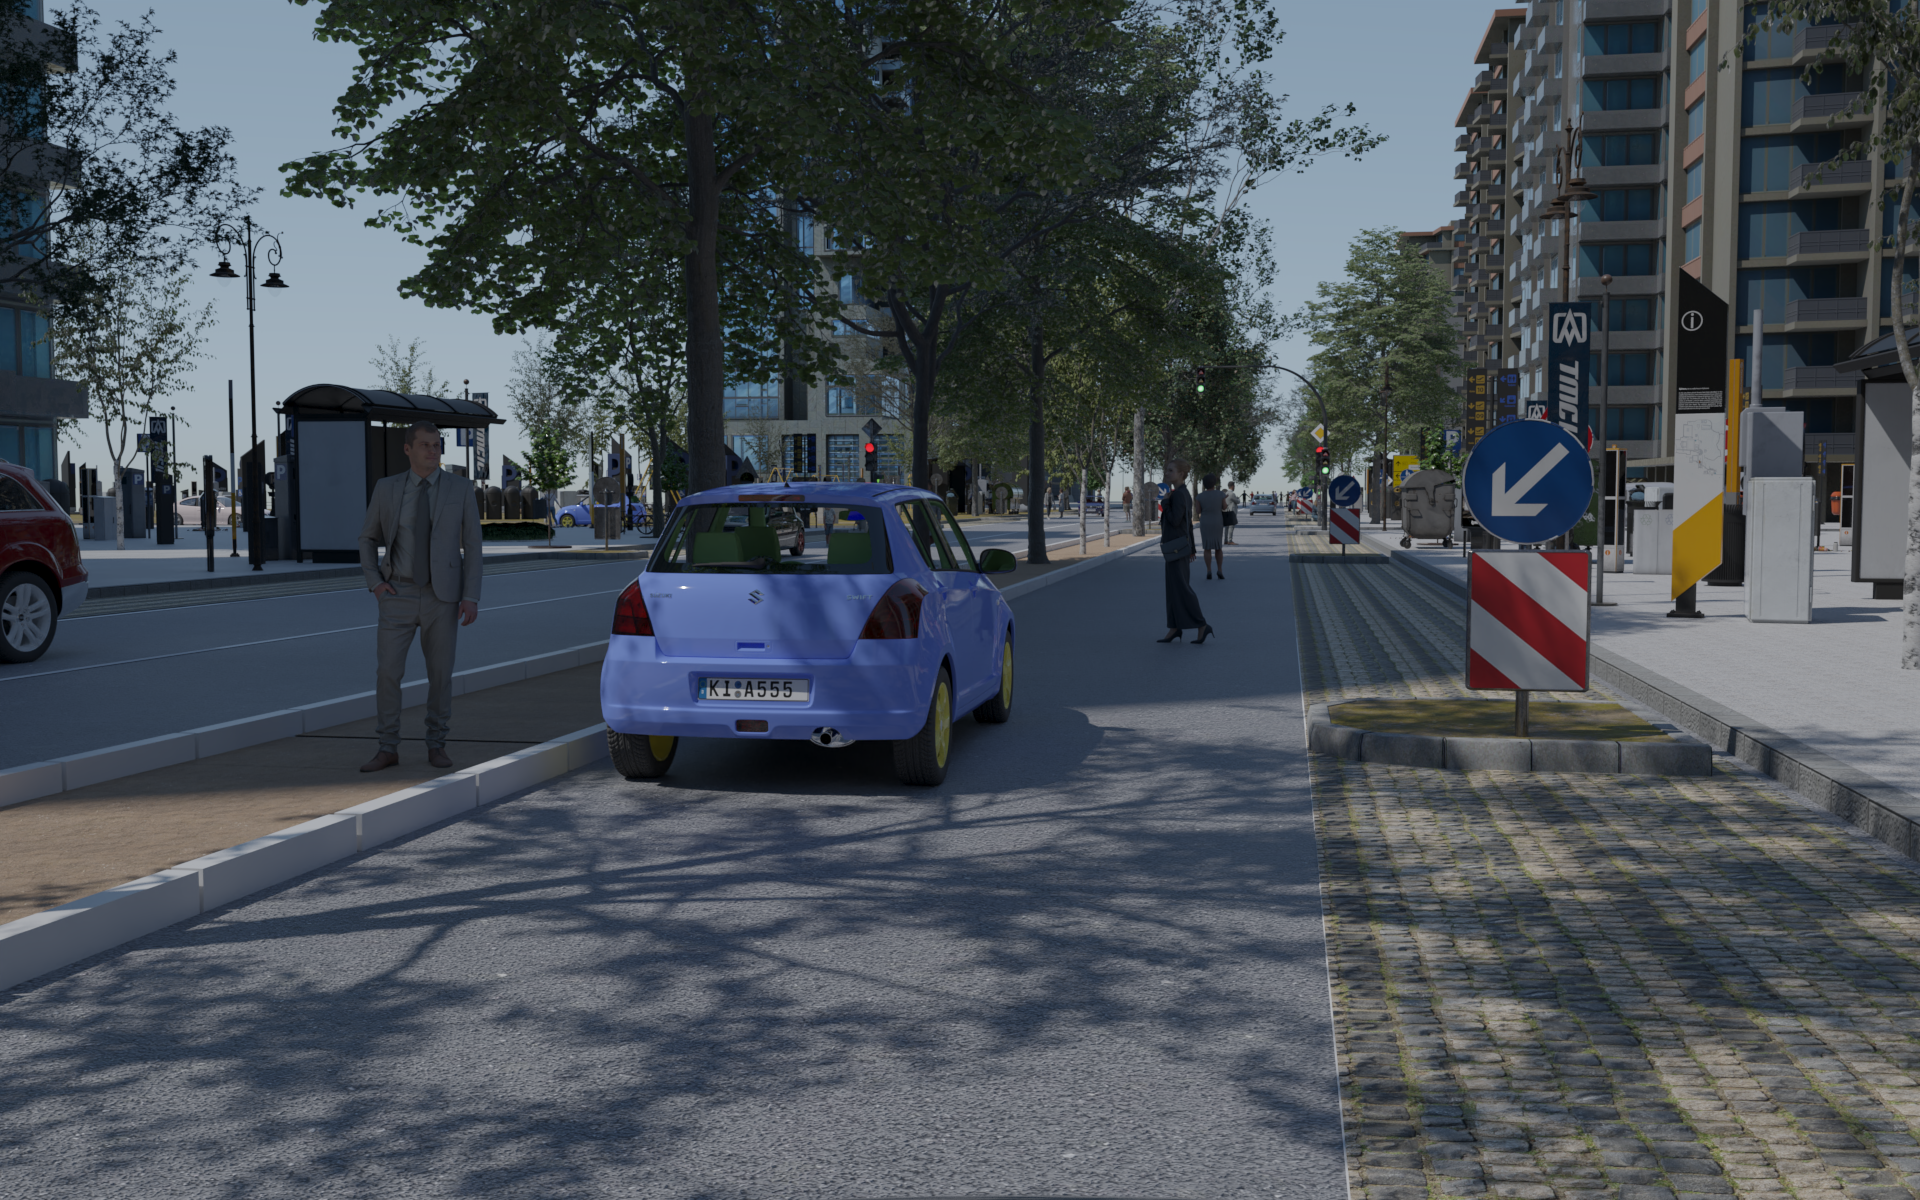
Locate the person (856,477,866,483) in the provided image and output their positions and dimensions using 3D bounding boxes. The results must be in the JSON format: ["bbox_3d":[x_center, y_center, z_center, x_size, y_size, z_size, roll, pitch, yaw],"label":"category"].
[{"bbox_3d":[-2.122,-1.692,36.509,0.624,1.780,0.694,1,4,11],"label":"person"}]

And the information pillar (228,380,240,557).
[{"bbox_3d":[-14.825,-2.688,35.298,0.183,3.616,0.504,-1,4,-22],"label":"information pillar"}]

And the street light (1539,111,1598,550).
[{"bbox_3d":[7.486,-2.976,21.450,0.468,5.910,1.993,1,4,11],"label":"street light"}]

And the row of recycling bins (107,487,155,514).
[{"bbox_3d":[-50.187,-5.972,104.757,1.069,1.692,3.534,1,4,13],"label":"row of recycling bins"}]

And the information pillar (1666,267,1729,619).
[{"bbox_3d":[7.609,-1.620,17.845,0.504,3.616,0.183,2,4,32],"label":"information pillar"}]

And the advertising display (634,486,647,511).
[{"bbox_3d":[-24.398,-7.768,132.223,0.974,1.923,0.123,1,4,14],"label":"advertising display"}]

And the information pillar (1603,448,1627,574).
[{"bbox_3d":[10.566,-1.440,28.039,0.304,2.012,0.304,-3,5,-44],"label":"information pillar"}]

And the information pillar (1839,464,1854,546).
[{"bbox_3d":[21.818,-2.329,42.565,0.304,2.012,0.304,2,4,31],"label":"information pillar"}]

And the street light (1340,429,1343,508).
[{"bbox_3d":[22.782,-7.974,103.167,0.468,5.910,1.993,1,4,11],"label":"street light"}]

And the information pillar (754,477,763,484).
[{"bbox_3d":[-8.534,-4.216,73.423,0.304,2.012,0.304,3,5,44],"label":"information pillar"}]

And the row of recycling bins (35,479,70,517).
[{"bbox_3d":[-24.534,-2.335,45.295,1.069,1.692,3.534,0,4,2],"label":"row of recycling bins"}]

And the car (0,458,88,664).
[{"bbox_3d":[-9.177,-0.288,13.388,2.281,1.827,5.304,1,4,11],"label":"car"}]

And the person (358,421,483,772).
[{"bbox_3d":[-2.825,-0.029,9.066,0.635,1.810,0.391,-1,4,-19],"label":"person"}]

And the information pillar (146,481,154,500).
[{"bbox_3d":[-45.593,-5.688,97.491,0.304,2.012,0.304,2,4,34],"label":"information pillar"}]

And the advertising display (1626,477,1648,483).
[{"bbox_3d":[26.033,-3.771,66.877,0.974,1.923,0.123,2,4,25],"label":"advertising display"}]

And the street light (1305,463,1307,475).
[{"bbox_3d":[52.032,-17.577,260.165,0.468,5.910,1.993,1,4,11],"label":"street light"}]

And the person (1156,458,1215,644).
[{"bbox_3d":[2.152,-0.474,16.677,0.534,1.772,0.576,0,4,-7],"label":"person"}]

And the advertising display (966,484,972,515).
[{"bbox_3d":[0.571,-6.254,107.460,0.123,1.923,0.974,1,4,18],"label":"advertising display"}]

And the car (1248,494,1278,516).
[{"bbox_3d":[20.198,-6.325,115.421,2.014,1.417,4.499,1,4,10],"label":"car"}]

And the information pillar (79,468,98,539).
[{"bbox_3d":[-24.684,-2.731,49.139,0.304,2.012,0.304,2,4,30],"label":"information pillar"}]

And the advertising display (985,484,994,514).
[{"bbox_3d":[2.027,-6.603,113.167,0.974,1.923,0.123,0,4,1],"label":"advertising display"}]

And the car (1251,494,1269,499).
[{"bbox_3d":[28.679,-9.316,164.112,2.131,1.459,4.920,1,4,9],"label":"car"}]

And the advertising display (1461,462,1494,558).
[{"bbox_3d":[10.363,-1.795,34.570,0.123,1.923,0.974,-1,4,-22],"label":"advertising display"}]

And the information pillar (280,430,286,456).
[{"bbox_3d":[-21.565,-3.937,55.725,0.504,3.616,0.183,-1,4,-16],"label":"information pillar"}]

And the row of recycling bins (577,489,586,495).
[{"bbox_3d":[-33.137,-8.865,152.058,1.069,1.692,3.534,-1,4,-19],"label":"row of recycling bins"}]

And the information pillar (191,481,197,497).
[{"bbox_3d":[-43.914,-5.802,99.349,0.304,2.012,0.304,-2,4,-24],"label":"information pillar"}]

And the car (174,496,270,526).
[{"bbox_3d":[-31.465,-3.728,73.314,4.827,1.381,2.083,1,4,10],"label":"car"}]

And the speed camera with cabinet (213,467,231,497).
[{"bbox_3d":[-55.350,-8.263,129.430,0.660,3.252,2.038,1,4,20],"label":"speed camera with cabinet"}]

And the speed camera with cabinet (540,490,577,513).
[{"bbox_3d":[-20.102,-5.651,86.725,0.660,3.252,2.038,2,4,30],"label":"speed camera with cabinet"}]

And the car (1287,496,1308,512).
[{"bbox_3d":[27.552,-7.842,140.792,1.945,1.354,3.894,1,4,11],"label":"car"}]

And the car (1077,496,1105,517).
[{"bbox_3d":[8.452,-5.937,109.651,1.945,1.354,3.894,1,4,9],"label":"car"}]

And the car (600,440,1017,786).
[{"bbox_3d":[-0.688,-0.019,9.907,1.945,1.707,3.694,1,4,9],"label":"car"}]

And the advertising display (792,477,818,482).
[{"bbox_3d":[-5.833,-3.667,65.174,0.974,1.923,0.123,0,4,-7],"label":"advertising display"}]

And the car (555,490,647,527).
[{"bbox_3d":[-14.765,-3.761,71.080,3.694,1.707,1.945,1,4,9],"label":"car"}]

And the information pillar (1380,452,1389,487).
[{"bbox_3d":[23.181,-6.326,94.787,0.504,3.616,0.183,0,4,-2],"label":"information pillar"}]

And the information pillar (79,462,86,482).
[{"bbox_3d":[-63.410,-8.190,125.262,0.504,3.616,0.183,-3,4,-37],"label":"information pillar"}]

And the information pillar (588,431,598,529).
[{"bbox_3d":[-13.753,-4.481,64.626,0.183,3.616,0.504,-2,4,-24],"label":"information pillar"}]

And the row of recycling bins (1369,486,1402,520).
[{"bbox_3d":[22.546,-5.177,91.758,1.069,1.692,3.534,0,4,-1],"label":"row of recycling bins"}]

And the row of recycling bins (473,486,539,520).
[{"bbox_3d":[-22.937,-4.886,86.994,3.534,1.692,1.069,-2,4,-26],"label":"row of recycling bins"}]

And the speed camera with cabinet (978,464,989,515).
[{"bbox_3d":[1.331,-6.990,108.623,0.660,3.252,2.038,1,4,13],"label":"speed camera with cabinet"}]

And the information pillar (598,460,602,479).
[{"bbox_3d":[-23.680,-7.397,112.291,0.504,3.616,0.183,-1,4,-15],"label":"information pillar"}]

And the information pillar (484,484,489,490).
[{"bbox_3d":[-35.314,-7.624,129.149,0.304,2.012,0.304,-2,4,-28],"label":"information pillar"}]

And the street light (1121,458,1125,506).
[{"bbox_3d":[17.501,-13.032,185.856,0.468,5.910,1.993,1,4,11],"label":"street light"}]

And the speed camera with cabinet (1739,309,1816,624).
[{"bbox_3d":[8.489,-1.446,17.973,0.660,3.252,2.038,1,4,22],"label":"speed camera with cabinet"}]

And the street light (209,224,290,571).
[{"bbox_3d":[-11.773,-3.429,28.850,0.468,5.910,1.993,1,4,11],"label":"street light"}]

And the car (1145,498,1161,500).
[{"bbox_3d":[10.333,-5.161,93.178,1.959,1.807,4.718,1,4,11],"label":"car"}]

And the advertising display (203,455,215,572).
[{"bbox_3d":[-12.501,-1.444,28.829,0.123,1.923,0.974,-2,4,-25],"label":"advertising display"}]

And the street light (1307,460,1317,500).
[{"bbox_3d":[44.139,-14.943,217.109,0.468,5.910,1.993,1,4,11],"label":"street light"}]

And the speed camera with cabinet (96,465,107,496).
[{"bbox_3d":[-58.834,-7.624,118.988,0.660,3.252,2.038,1,4,22],"label":"speed camera with cabinet"}]

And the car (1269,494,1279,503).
[{"bbox_3d":[47.920,-15.539,265.867,2.131,1.459,4.920,1,4,9],"label":"car"}]

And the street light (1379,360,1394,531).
[{"bbox_3d":[14.692,-5.319,59.761,0.468,5.910,1.993,1,4,11],"label":"street light"}]

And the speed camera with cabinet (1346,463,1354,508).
[{"bbox_3d":[24.627,-7.063,109.818,0.660,3.252,2.038,1,4,18],"label":"speed camera with cabinet"}]

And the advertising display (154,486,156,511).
[{"bbox_3d":[-62.258,-7.855,133.634,0.123,1.923,0.974,0,4,8],"label":"advertising display"}]
